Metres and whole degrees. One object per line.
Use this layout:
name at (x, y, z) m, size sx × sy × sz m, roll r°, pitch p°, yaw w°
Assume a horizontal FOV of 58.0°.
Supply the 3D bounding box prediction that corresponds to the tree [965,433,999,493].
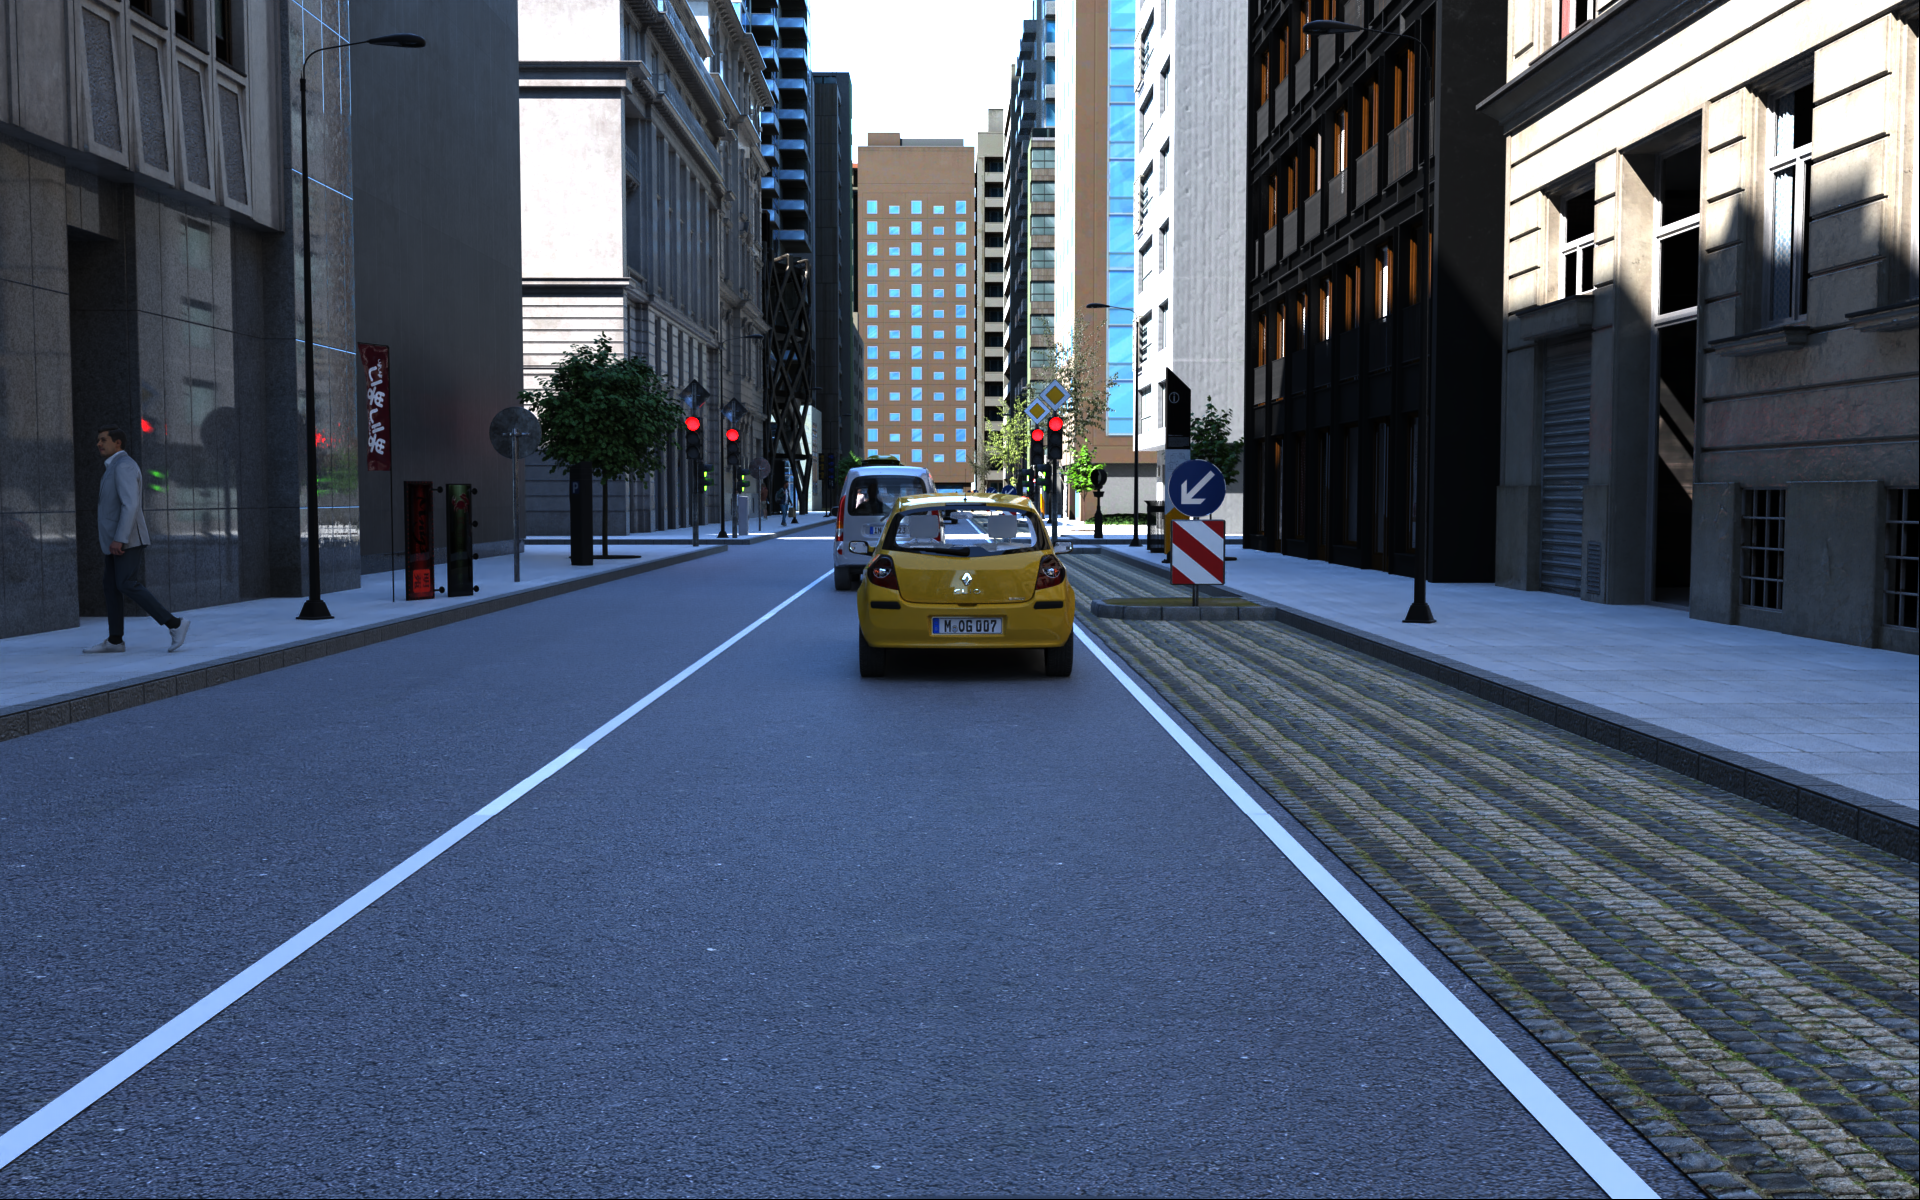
tree at (2.816, -15.437, 202.750) m, size 4.360 × 8.622 × 3.978 m, roll 0°, pitch 3°, yaw 0°

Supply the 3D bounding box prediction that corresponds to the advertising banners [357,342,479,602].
advertising banners at (-6.539, -1.516, 20.967) m, size 0.090 × 3.025 × 2.074 m, roll 1°, pitch 4°, yaw 22°

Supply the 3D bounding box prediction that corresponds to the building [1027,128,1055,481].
building at (12.365, -22.514, 139.801) m, size 14.160 × 30.474 × 14.107 m, roll 0°, pitch 4°, yaw -1°

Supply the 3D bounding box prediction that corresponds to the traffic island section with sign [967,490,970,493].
traffic island section with sign at (1.211, -8.842, 153.190) m, size 1.989 × 1.847 × 2.006 m, roll 0°, pitch 4°, yaw -1°

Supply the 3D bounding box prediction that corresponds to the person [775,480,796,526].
person at (-6.876, -3.815, 68.398) m, size 0.794 × 1.824 × 0.713 m, roll -3°, pitch 4°, yaw -37°

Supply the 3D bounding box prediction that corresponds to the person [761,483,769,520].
person at (-9.638, -4.833, 85.033) m, size 0.573 × 1.828 × 0.580 m, roll -1°, pitch 4°, yaw -22°

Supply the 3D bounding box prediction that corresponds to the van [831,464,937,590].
van at (-1.062, -1.237, 27.243) m, size 2.013 × 2.044 × 4.112 m, roll 0°, pitch 4°, yaw 0°

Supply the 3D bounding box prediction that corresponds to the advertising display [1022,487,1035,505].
advertising display at (3.732, -5.242, 90.913) m, size 0.974 × 1.923 × 0.123 m, roll 1°, pitch 4°, yaw 23°

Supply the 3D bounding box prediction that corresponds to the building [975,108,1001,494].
building at (12.502, -36.543, 221.175) m, size 21.600 × 48.544 × 21.300 m, roll 0°, pitch 4°, yaw -1°

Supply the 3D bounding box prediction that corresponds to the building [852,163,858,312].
building at (-26.935, -34.663, 221.364) m, size 28.867 × 44.769 × 22.147 m, roll 0°, pitch 4°, yaw -1°

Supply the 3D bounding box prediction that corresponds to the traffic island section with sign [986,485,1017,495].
traffic island section with sign at (2.018, -4.097, 75.612) m, size 1.989 × 1.847 × 2.006 m, roll 0°, pitch 4°, yaw -1°

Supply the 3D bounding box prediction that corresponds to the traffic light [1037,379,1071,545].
traffic light at (2.303, -3.272, 42.421) m, size 0.839 × 4.253 × 0.868 m, roll 0°, pitch 4°, yaw -1°

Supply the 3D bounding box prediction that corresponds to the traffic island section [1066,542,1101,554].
traffic island section at (2.343, -1.239, 42.535) m, size 2.009 × 0.180 × 2.903 m, roll 0°, pitch 4°, yaw -1°

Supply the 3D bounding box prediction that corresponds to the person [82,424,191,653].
person at (-6.686, -0.497, 14.018) m, size 0.795 × 1.843 × 0.661 m, roll -2°, pitch 4°, yaw -27°

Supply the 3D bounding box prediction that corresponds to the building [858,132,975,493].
building at (-5.361, -34.707, 217.572) m, size 14.200 × 45.320 × 14.600 m, roll 0°, pitch 4°, yaw -1°

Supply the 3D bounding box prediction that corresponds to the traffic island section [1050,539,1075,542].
traffic island section at (2.261, -1.727, 50.520) m, size 2.009 × 0.180 × 2.903 m, roll 0°, pitch 4°, yaw -1°

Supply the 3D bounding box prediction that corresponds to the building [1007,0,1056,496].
building at (16.579, -33.151, 161.631) m, size 23.786 × 49.044 × 30.456 m, roll 0°, pitch 4°, yaw -1°

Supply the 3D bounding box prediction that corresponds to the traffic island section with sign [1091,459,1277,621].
traffic island section with sign at (2.576, -0.722, 20.426) m, size 1.989 × 1.847 × 2.006 m, roll 0°, pitch 4°, yaw -1°

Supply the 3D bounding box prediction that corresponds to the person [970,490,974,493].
person at (1.073, -7.846, 137.301) m, size 0.721 × 1.766 × 1.217 m, roll 1°, pitch 4°, yaw 19°

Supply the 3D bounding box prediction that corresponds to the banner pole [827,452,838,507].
banner pole at (-7.461, -6.872, 102.375) m, size 0.863 × 3.779 × 0.401 m, roll 1°, pitch 4°, yaw 17°

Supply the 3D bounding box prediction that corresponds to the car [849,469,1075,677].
car at (0.019, -0.293, 15.015) m, size 2.015 × 1.641 × 3.980 m, roll 0°, pitch 4°, yaw -1°

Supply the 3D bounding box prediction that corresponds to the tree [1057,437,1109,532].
tree at (4.287, -3.941, 59.040) m, size 1.663 × 3.219 × 1.824 m, roll 0°, pitch 3°, yaw 0°

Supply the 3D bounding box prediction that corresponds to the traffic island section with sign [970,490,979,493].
traffic island section with sign at (1.736, -5.745, 102.566) m, size 1.989 × 1.847 × 2.006 m, roll 0°, pitch 4°, yaw -1°

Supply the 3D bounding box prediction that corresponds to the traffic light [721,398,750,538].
traffic light at (-6.539, -3.754, 50.300) m, size 0.839 × 4.253 × 0.868 m, roll 0°, pitch 4°, yaw -1°

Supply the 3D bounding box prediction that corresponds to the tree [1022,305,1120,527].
tree at (4.202, -7.215, 68.328) m, size 4.360 × 8.622 × 3.978 m, roll 0°, pitch 3°, yaw 0°

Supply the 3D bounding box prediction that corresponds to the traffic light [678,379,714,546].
traffic light at (-6.458, -3.266, 42.316) m, size 0.839 × 4.253 × 0.868 m, roll 0°, pitch 4°, yaw -1°

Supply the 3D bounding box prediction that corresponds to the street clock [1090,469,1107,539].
street clock at (4.004, -2.780, 50.030) m, size 0.358 × 2.002 × 0.471 m, roll -3°, pitch 4°, yaw -37°

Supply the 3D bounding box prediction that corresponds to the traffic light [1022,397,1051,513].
traffic light at (2.221, -3.761, 50.406) m, size 0.839 × 4.253 × 0.868 m, roll 0°, pitch 4°, yaw -1°

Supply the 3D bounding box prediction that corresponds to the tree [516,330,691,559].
tree at (-7.070, -3.115, 34.643) m, size 4.285 × 4.588 × 4.351 m, roll 0°, pitch 3°, yaw 0°

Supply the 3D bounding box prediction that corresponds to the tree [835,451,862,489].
tree at (-8.073, -8.953, 130.092) m, size 4.285 × 4.588 × 4.351 m, roll 0°, pitch 3°, yaw 0°

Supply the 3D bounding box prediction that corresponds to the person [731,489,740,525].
person at (-9.228, -3.866, 71.841) m, size 0.503 × 1.515 × 0.523 m, roll -1°, pitch 4°, yaw -9°

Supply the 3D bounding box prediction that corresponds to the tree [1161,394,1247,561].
tree at (4.733, -2.387, 33.627) m, size 1.663 × 3.219 × 1.824 m, roll 0°, pitch 3°, yaw 0°

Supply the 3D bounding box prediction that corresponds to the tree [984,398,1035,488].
tree at (3.895, -10.922, 128.943) m, size 4.737 × 8.622 × 4.395 m, roll 0°, pitch 3°, yaw 0°
